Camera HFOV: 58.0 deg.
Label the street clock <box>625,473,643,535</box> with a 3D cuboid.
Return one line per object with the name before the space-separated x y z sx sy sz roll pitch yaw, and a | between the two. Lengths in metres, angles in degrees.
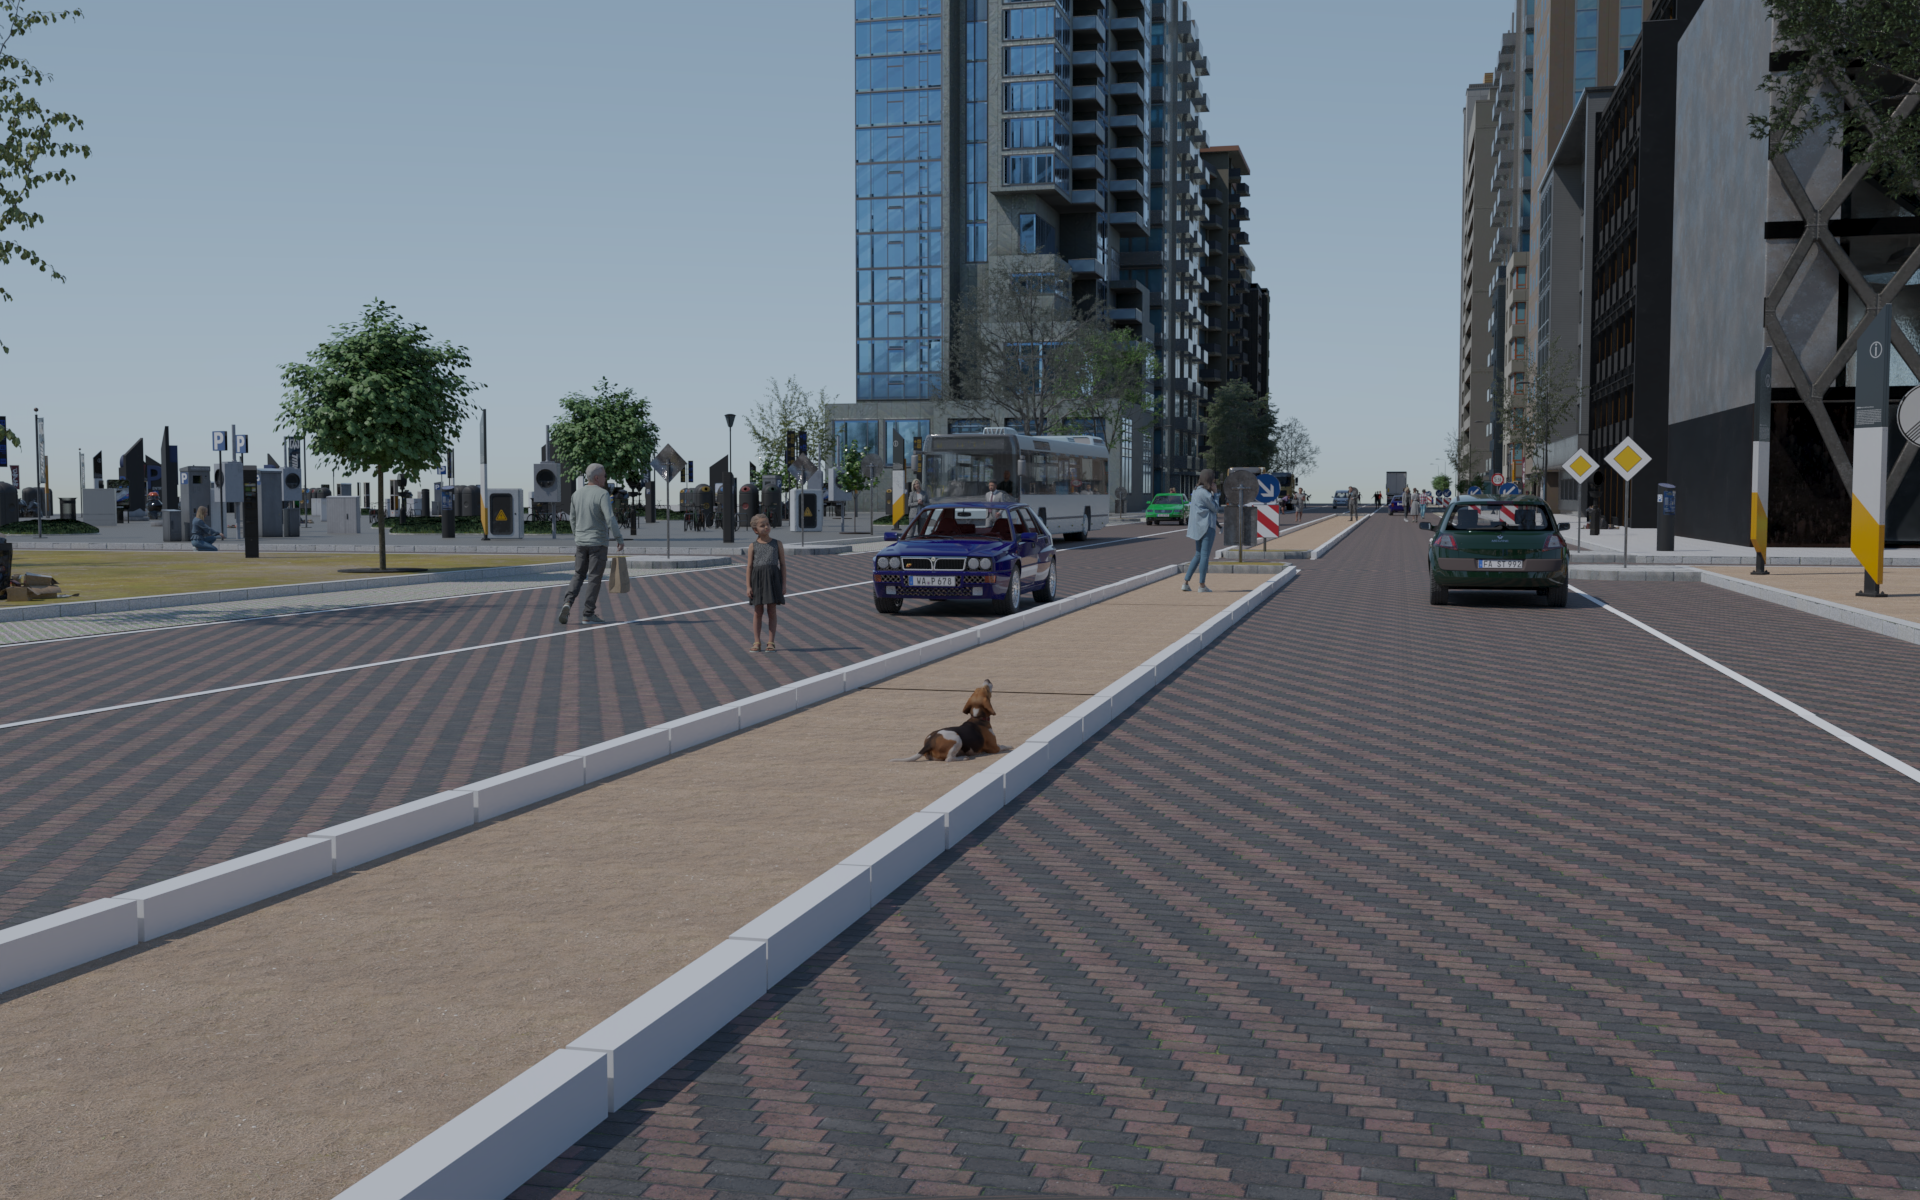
street clock | -10.189 -3.023 53.992 0.471 2.002 0.358 -1 4 -8

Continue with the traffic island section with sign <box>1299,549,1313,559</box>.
traffic island section with sign | 6.934 -1.890 39.044 2.006 1.907 1.989 1 4 14

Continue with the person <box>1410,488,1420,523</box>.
person | 22.905 -4.782 87.262 0.480 1.755 0.524 -1 4 -11

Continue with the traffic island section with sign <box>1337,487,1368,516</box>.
traffic island section with sign | 25.378 -6.346 111.892 2.006 1.907 1.989 1 4 14

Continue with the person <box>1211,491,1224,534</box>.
person | 9.062 -3.293 62.180 0.795 1.843 0.661 -2 4 -25

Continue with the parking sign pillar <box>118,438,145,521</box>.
parking sign pillar | -39.293 -5.729 82.147 1.447 3.967 1.447 1 4 11

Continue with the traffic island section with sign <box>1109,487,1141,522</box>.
traffic island section with sign | 8.381 -5.001 90.387 1.989 1.847 2.006 1 4 14

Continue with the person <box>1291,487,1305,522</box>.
person | 17.469 -4.934 89.528 0.716 1.782 0.532 1 4 15

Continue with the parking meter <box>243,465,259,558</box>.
parking meter | -14.252 -1.780 34.817 0.255 1.863 0.399 -1 4 -21

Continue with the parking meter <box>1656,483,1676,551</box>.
parking meter | 15.868 -1.866 38.919 0.372 1.533 0.369 0 3 0

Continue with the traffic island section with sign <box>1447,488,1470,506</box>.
traffic island section with sign | 25.441 -4.741 86.147 1.989 1.847 2.006 1 4 14

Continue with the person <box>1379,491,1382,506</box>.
person | 49.926 -12.085 206.019 0.705 1.831 1.348 -1 4 -15

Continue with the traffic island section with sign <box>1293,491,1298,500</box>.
traffic island section with sign | 47.508 -14.446 244.817 1.989 1.847 2.006 1 4 14

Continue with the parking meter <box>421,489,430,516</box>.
parking meter | -24.835 -4.410 80.516 0.372 1.533 0.369 0 3 0

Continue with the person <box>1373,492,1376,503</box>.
person | 63.721 -15.711 265.396 0.705 1.821 1.348 -2 4 -28

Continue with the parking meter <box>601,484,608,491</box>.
parking meter | -19.547 -5.474 95.207 0.399 1.863 0.255 2 4 26

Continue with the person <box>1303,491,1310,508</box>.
person | 36.341 -10.663 182.925 1.350 1.814 0.705 0 4 7

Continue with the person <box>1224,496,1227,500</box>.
person | 22.520 -8.199 145.743 0.628 1.438 0.799 1 4 15

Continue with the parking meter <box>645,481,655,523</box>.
parking meter | -13.780 -4.357 76.949 0.399 1.863 0.255 2 4 31

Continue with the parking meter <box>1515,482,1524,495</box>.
parking meter | 27.159 -4.798 84.155 0.399 1.863 0.255 2 4 26

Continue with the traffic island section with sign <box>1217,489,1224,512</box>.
traffic island section with sign | 20.619 -7.953 138.660 1.989 1.847 2.006 1 4 14

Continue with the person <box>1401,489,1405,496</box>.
person | 34.457 -7.717 134.537 0.709 1.838 0.599 -1 4 -15

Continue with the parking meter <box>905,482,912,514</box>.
parking meter | -2.539 -4.797 84.150 0.255 1.863 0.399 -3 5 -41

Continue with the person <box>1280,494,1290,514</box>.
person | 22.787 -6.706 121.376 0.697 1.427 0.421 0 4 6

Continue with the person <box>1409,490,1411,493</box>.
person | 45.266 -10.140 174.295 1.348 1.824 0.705 3 5 44

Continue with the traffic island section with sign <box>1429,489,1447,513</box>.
traffic island section with sign | 37.564 -7.669 134.018 1.989 1.847 2.006 1 4 14

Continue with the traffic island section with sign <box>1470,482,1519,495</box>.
traffic island section with sign | 18.683 -3.110 59.473 1.989 1.847 2.006 1 4 14

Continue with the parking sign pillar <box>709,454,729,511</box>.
parking sign pillar | -16.265 -7.865 117.061 1.447 3.967 1.447 0 4 4

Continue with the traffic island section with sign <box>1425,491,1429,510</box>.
traffic island section with sign | 44.390 -9.316 160.949 1.989 1.847 2.006 1 4 14

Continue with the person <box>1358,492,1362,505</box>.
person | 54.220 -13.831 235.319 0.721 1.739 1.217 -2 4 -35

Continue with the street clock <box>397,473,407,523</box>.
street clock | -19.533 -3.432 60.688 0.358 2.002 0.471 -2 4 -34

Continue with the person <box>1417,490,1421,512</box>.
person | 37.569 -8.119 141.688 0.683 1.767 0.568 -1 4 -10

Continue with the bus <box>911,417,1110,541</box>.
bus | 1.773 -3.361 49.813 2.948 3.499 13.247 1 4 16

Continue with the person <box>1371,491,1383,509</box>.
person | 39.442 -9.442 163.700 1.217 1.723 0.721 2 4 31

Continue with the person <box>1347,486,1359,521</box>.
person | 20.562 -5.038 90.673 0.655 1.846 0.447 3 5 41

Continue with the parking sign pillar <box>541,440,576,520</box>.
parking sign pillar | -15.631 -4.833 67.498 1.447 3.967 1.447 1 4 17

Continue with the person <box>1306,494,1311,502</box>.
person | 49.178 -14.208 243.987 0.799 1.438 0.628 1 4 12

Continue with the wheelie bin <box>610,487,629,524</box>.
wheelie bin | -14.715 -4.099 74.928 0.693 1.594 0.980 2 4 28

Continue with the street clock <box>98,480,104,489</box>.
street clock | -45.084 -5.285 90.982 0.358 2.002 0.471 -1 4 -20

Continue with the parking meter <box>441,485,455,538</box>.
parking meter | -14.973 -2.584 50.667 0.372 1.533 0.369 0 3 0

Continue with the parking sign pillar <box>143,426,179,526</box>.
parking sign pillar | -31.544 -4.932 69.103 1.447 3.967 1.447 -2 4 -32

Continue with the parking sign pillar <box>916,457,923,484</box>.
parking sign pillar | -1.762 -6.548 95.532 1.447 3.967 1.447 0 4 -6

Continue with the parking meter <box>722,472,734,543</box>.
parking meter | -6.109 -2.446 45.700 0.255 1.863 0.399 0 4 1

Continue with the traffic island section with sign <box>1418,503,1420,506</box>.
traffic island section with sign | 57.733 -12.540 213.660 1.989 1.847 2.006 1 4 14

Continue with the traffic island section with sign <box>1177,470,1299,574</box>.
traffic island section with sign | 5.106 -1.451 31.865 2.006 1.907 1.989 1 4 14

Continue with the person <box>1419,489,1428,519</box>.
person | 26.846 -5.571 100.417 0.563 1.720 0.643 3 5 45

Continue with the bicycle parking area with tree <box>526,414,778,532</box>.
bicycle parking area with tree | -10.842 -4.595 62.126 8.231 4.147 9.016 1 4 19

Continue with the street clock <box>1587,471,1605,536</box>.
street clock | 20.109 -3.069 54.745 0.471 2.002 0.358 -1 4 -20

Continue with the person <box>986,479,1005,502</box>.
person | 0.849 -2.047 42.248 0.678 1.792 0.850 2 4 34

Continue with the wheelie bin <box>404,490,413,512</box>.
wheelie bin | -40.055 -7.194 125.524 0.693 1.594 0.980 1 4 9

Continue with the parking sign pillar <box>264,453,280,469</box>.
parking sign pillar | -45.352 -7.691 114.216 1.447 3.967 1.447 3 4 38

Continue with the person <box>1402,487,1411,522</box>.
person | 23.318 -4.980 90.108 0.709 1.800 0.728 0 4 -8

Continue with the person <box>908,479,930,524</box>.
person | -0.993 -2.046 42.135 0.537 1.800 0.526 0 4 -3
